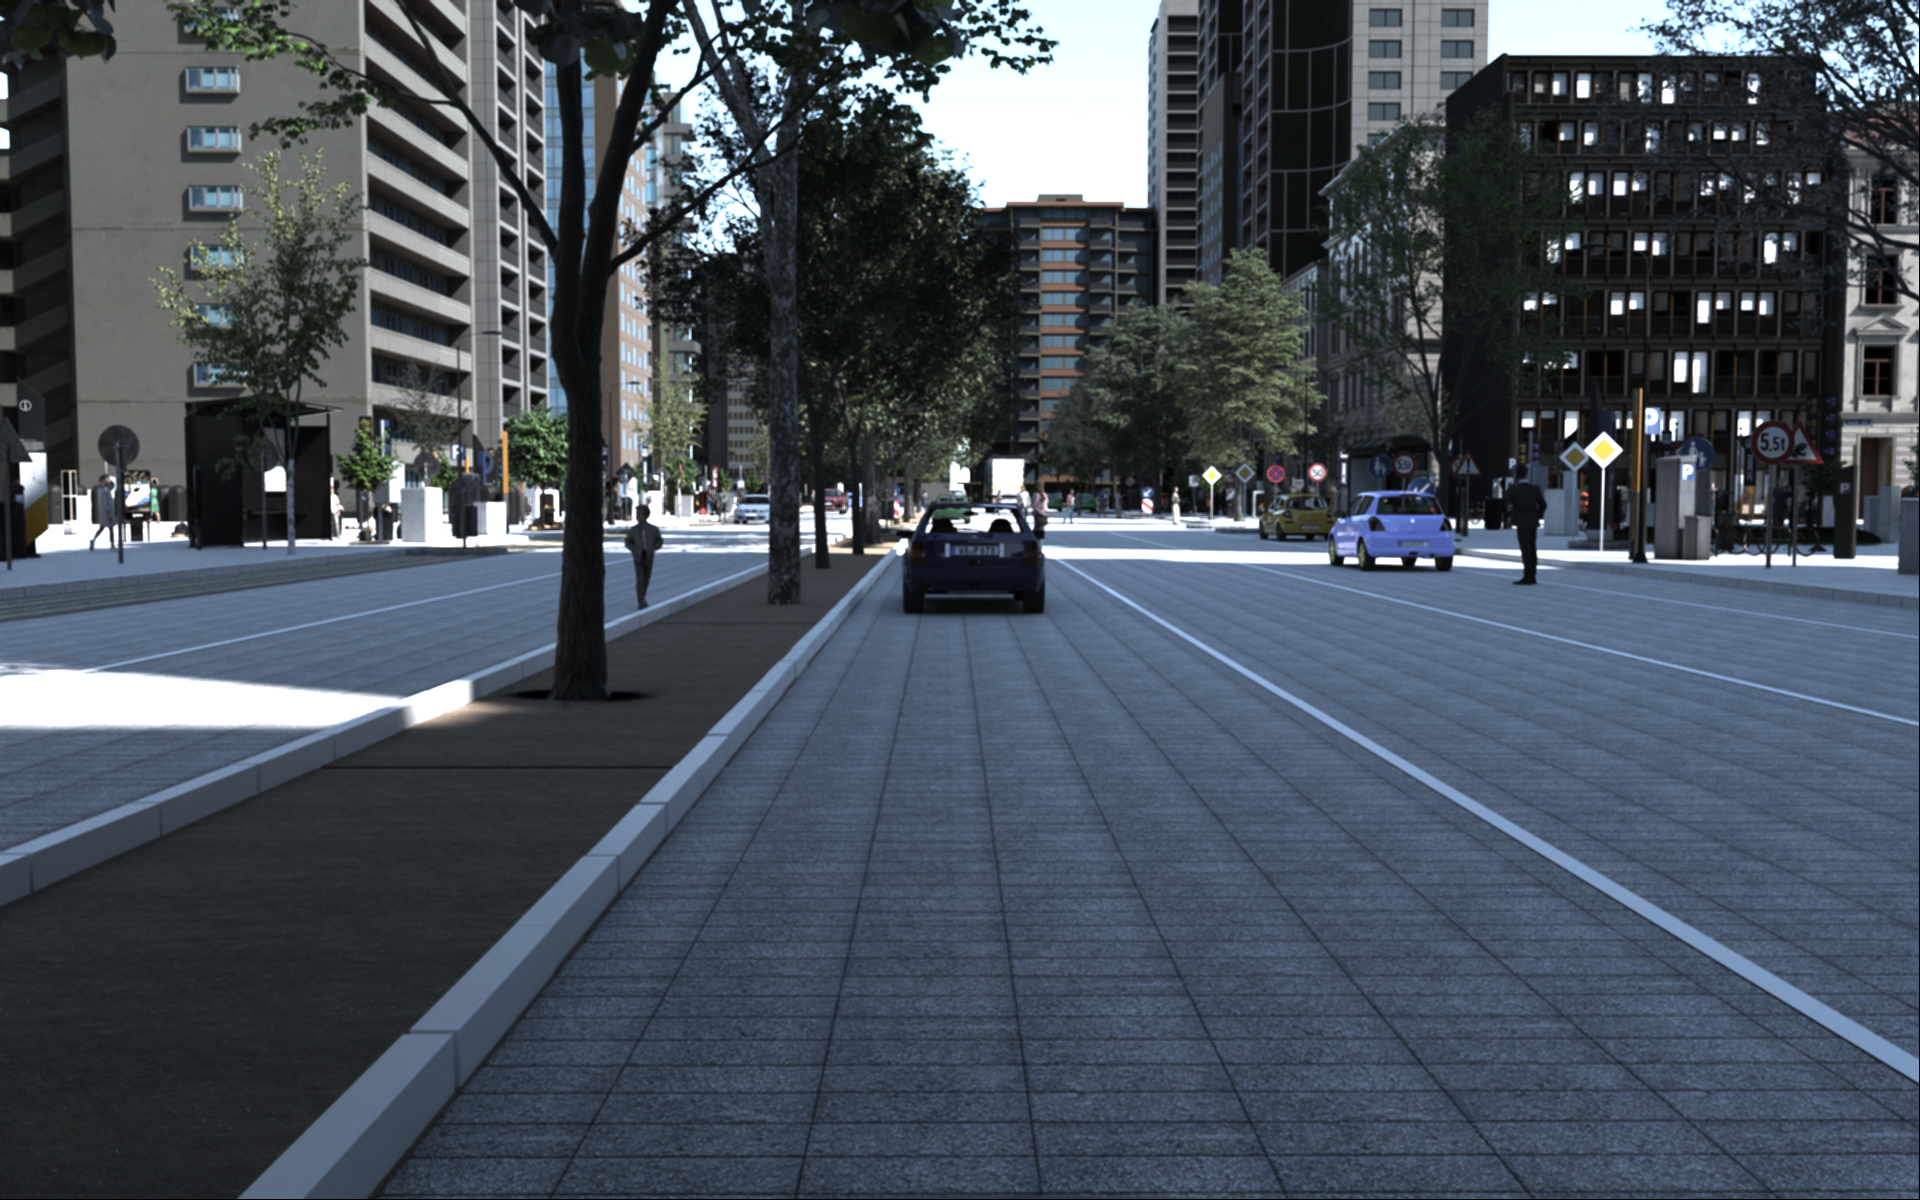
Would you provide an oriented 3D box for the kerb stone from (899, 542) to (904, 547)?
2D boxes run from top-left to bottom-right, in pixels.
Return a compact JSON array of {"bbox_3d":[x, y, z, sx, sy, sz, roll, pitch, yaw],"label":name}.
[{"bbox_3d":[-1.546,-1.308,43.576,0.120,0.150,1.000,0,4,0],"label":"kerb stone"}]

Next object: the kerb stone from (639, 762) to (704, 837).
[{"bbox_3d":[-1.283,0.887,7.723,0.120,0.150,1.000,0,4,0],"label":"kerb stone"}]

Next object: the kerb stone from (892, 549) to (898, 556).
[{"bbox_3d":[-1.507,-0.994,38.459,0.120,0.150,1.000,0,4,0],"label":"kerb stone"}]

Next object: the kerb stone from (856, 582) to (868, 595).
[{"bbox_3d":[-1.402,-0.117,24.103,0.120,0.150,1.000,0,4,0],"label":"kerb stone"}]

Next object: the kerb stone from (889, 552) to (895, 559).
[{"bbox_3d":[-1.496,-0.869,36.404,0.120,0.150,1.000,0,4,0],"label":"kerb stone"}]

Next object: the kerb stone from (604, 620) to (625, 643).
[{"bbox_3d":[-3.452,0.328,16.917,0.120,0.150,1.000,0,4,0],"label":"kerb stone"}]

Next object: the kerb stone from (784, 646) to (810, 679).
[{"bbox_3d":[-1.325,0.510,13.857,0.120,0.150,1.000,0,4,0],"label":"kerb stone"}]

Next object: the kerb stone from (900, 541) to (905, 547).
[{"bbox_3d":[-1.559,-1.370,44.599,0.120,0.150,1.000,0,4,0],"label":"kerb stone"}]

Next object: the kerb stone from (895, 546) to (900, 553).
[{"bbox_3d":[-1.525,-1.118,40.503,0.120,0.150,1.000,0,4,0],"label":"kerb stone"}]

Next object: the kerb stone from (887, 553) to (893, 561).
[{"bbox_3d":[-1.488,-0.806,35.378,0.120,0.150,1.000,0,4,0],"label":"kerb stone"}]

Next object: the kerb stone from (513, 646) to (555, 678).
[{"bbox_3d":[-3.429,0.511,13.848,0.120,0.150,1.000,0,4,0],"label":"kerb stone"}]

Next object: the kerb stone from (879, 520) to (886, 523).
[{"bbox_3d":[-3.995,-4.162,90.253,0.120,0.150,1.000,0,4,0],"label":"kerb stone"}]

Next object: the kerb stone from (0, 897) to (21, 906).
[{"bbox_3d":[-3.368,1.011,5.666,0.120,0.150,1.000,0,4,0],"label":"kerb stone"}]

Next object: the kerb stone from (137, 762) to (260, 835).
[{"bbox_3d":[-3.389,0.886,7.715,0.120,0.150,1.000,0,4,0],"label":"kerb stone"}]

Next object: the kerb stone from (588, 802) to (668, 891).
[{"bbox_3d":[-1.279,0.955,6.694,0.120,0.150,1.000,0,4,0],"label":"kerb stone"}]

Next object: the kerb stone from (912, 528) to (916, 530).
[{"bbox_3d":[-1.704,-2.561,64.060,0.120,0.150,1.000,0,4,0],"label":"kerb stone"}]

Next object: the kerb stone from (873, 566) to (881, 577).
[{"bbox_3d":[-1.452,-0.429,29.213,0.120,0.150,1.000,0,4,0],"label":"kerb stone"}]

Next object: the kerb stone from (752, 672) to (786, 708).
[{"bbox_3d":[-1.313,0.635,11.813,0.120,0.150,1.000,0,4,0],"label":"kerb stone"}]

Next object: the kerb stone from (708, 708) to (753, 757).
[{"bbox_3d":[-1.299,0.760,9.769,0.120,0.150,1.000,0,4,0],"label":"kerb stone"}]

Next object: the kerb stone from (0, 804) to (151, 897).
[{"bbox_3d":[-3.379,0.949,6.693,0.120,0.150,1.000,0,4,0],"label":"kerb stone"}]

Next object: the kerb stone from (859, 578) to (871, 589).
[{"bbox_3d":[-1.414,-0.179,25.125,0.120,0.150,1.000,0,4,0],"label":"kerb stone"}]

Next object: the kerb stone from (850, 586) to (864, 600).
[{"bbox_3d":[-1.400,-0.053,23.069,0.120,0.150,1.000,0,4,0],"label":"kerb stone"}]

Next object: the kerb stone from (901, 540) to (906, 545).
[{"bbox_3d":[-1.561,-1.433,45.621,0.120,0.150,1.000,0,4,0],"label":"kerb stone"}]

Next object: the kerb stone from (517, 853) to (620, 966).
[{"bbox_3d":[-1.276,1.016,5.671,0.120,0.150,1.000,0,4,0],"label":"kerb stone"}]

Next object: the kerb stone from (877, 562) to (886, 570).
[{"bbox_3d":[-1.458,-0.553,31.273,0.120,0.150,1.000,0,4,0],"label":"kerb stone"}]

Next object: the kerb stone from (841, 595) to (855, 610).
[{"bbox_3d":[-1.388,0.075,21.026,0.120,0.150,1.000,0,4,0],"label":"kerb stone"}]

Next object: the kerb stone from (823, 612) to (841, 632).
[{"bbox_3d":[-1.356,0.259,17.960,0.120,0.150,1.000,0,4,0],"label":"kerb stone"}]

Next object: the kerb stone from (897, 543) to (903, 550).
[{"bbox_3d":[-1.535,-1.244,42.549,0.120,0.150,1.000,0,4,0],"label":"kerb stone"}]

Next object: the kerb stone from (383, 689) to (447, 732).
[{"bbox_3d":[-3.415,0.700,10.781,0.120,0.150,1.000,0,4,0],"label":"kerb stone"}]

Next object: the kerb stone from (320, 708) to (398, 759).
[{"bbox_3d":[-3.402,0.761,9.759,0.120,0.150,1.000,0,4,0],"label":"kerb stone"}]

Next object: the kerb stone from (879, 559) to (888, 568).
[{"bbox_3d":[-1.467,-0.618,32.308,0.120,0.150,1.000,0,4,0],"label":"kerb stone"}]

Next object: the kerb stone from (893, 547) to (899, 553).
[{"bbox_3d":[-1.526,-1.057,39.481,0.120,0.150,1.000,0,4,0],"label":"kerb stone"}]

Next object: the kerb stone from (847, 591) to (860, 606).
[{"bbox_3d":[-1.393,0.017,22.048,0.120,0.150,1.000,0,4,0],"label":"kerb stone"}]

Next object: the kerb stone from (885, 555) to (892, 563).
[{"bbox_3d":[-1.484,-0.744,34.356,0.120,0.150,1.000,0,4,0],"label":"kerb stone"}]

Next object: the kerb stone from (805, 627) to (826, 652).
[{"bbox_3d":[-1.349,0.384,15.909,0.120,0.150,1.000,0,4,0],"label":"kerb stone"}]

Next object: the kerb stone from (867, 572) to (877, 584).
[{"bbox_3d":[-1.423,-0.300,27.169,0.120,0.150,1.000,0,4,0],"label":"kerb stone"}]

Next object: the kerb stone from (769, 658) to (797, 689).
[{"bbox_3d":[-1.328,0.575,12.835,0.120,0.150,1.000,0,4,0],"label":"kerb stone"}]

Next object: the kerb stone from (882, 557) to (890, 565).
[{"bbox_3d":[-1.482,-0.678,33.330,0.120,0.150,1.000,0,4,0],"label":"kerb stone"}]

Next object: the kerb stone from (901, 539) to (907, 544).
[{"bbox_3d":[-1.571,-1.492,46.657,0.120,0.150,1.000,0,4,0],"label":"kerb stone"}]

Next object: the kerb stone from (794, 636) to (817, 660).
[{"bbox_3d":[-1.345,0.448,14.879,0.120,0.150,1.000,0,4,0],"label":"kerb stone"}]

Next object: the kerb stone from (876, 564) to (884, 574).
[{"bbox_3d":[-1.449,-0.493,30.251,0.120,0.150,1.000,0,4,0],"label":"kerb stone"}]

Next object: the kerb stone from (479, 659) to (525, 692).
[{"bbox_3d":[-3.422,0.575,12.827,0.120,0.150,1.000,0,4,0],"label":"kerb stone"}]

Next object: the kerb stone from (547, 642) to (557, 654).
[{"bbox_3d":[-3.440,0.449,14.870,0.120,0.150,1.000,0,4,0],"label":"kerb stone"}]

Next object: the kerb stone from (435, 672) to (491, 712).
[{"bbox_3d":[-3.409,0.636,11.803,0.120,0.150,1.000,0,4,0],"label":"kerb stone"}]

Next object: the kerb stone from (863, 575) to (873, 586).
[{"bbox_3d":[-1.427,-0.241,26.147,0.120,0.150,1.000,0,4,0],"label":"kerb stone"}]

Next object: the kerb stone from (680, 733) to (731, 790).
[{"bbox_3d":[-1.291,0.830,8.746,0.120,0.150,1.000,0,4,0],"label":"kerb stone"}]

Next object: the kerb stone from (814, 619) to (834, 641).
[{"bbox_3d":[-1.354,0.323,16.937,0.120,0.150,1.000,0,4,0],"label":"kerb stone"}]

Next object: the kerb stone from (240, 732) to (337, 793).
[{"bbox_3d":[-3.395,0.823,8.737,0.120,0.150,1.000,0,4,0],"label":"kerb stone"}]

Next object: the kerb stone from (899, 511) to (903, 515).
[{"bbox_3d":[-4.276,-6.482,128.176,0.120,0.150,1.000,0,4,0],"label":"kerb stone"}]

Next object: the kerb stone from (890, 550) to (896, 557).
[{"bbox_3d":[-1.505,-0.929,37.428,0.120,0.150,1.000,0,4,0],"label":"kerb stone"}]

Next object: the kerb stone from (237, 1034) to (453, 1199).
[{"bbox_3d":[-1.259,1.136,3.619,0.120,0.150,1.000,0,4,0],"label":"kerb stone"}]

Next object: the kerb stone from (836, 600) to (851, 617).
[{"bbox_3d":[-1.371,0.134,20.004,0.120,0.150,1.000,0,4,0],"label":"kerb stone"}]

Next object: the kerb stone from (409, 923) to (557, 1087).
[{"bbox_3d":[-1.262,1.073,4.649,0.120,0.150,1.000,0,4,0],"label":"kerb stone"}]

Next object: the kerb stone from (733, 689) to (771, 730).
[{"bbox_3d":[-1.306,0.700,10.791,0.120,0.150,1.000,0,4,0],"label":"kerb stone"}]

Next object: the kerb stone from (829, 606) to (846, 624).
[{"bbox_3d":[-1.366,0.197,18.982,0.120,0.150,1.000,0,4,0],"label":"kerb stone"}]

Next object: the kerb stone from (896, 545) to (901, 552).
[{"bbox_3d":[-1.538,-1.178,41.525,0.120,0.150,1.000,0,4,0],"label":"kerb stone"}]

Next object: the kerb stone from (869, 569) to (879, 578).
[{"bbox_3d":[-1.436,-0.367,28.191,0.120,0.150,1.000,0,4,0],"label":"kerb stone"}]
